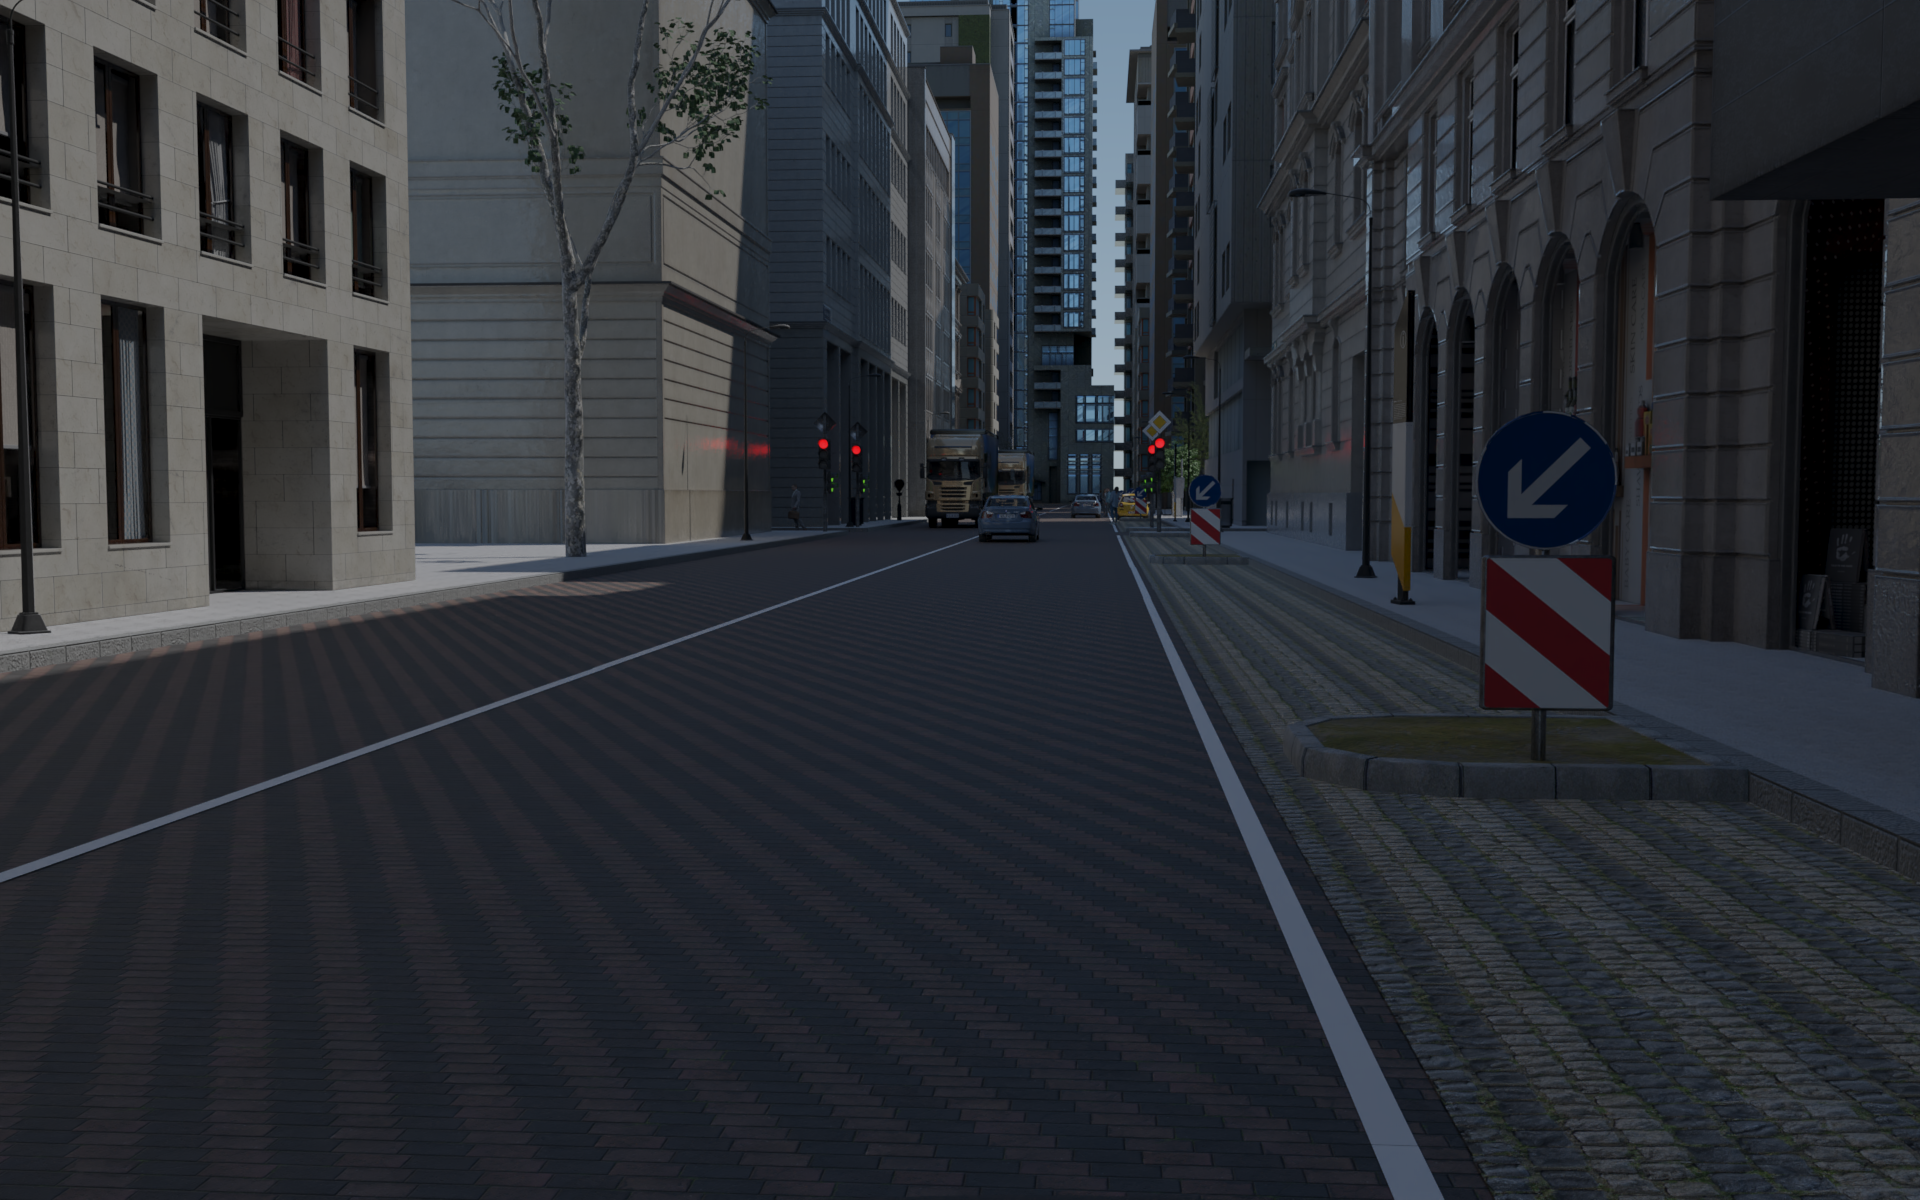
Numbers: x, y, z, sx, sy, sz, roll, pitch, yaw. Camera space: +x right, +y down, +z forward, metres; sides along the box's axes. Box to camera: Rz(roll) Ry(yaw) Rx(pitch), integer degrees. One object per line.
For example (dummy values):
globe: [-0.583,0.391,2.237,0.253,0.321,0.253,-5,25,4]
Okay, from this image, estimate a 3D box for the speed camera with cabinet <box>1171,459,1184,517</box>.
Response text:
speed camera with cabinet: [12.329,-6.350,98.161,0.660,3.252,2.038,0,4,4]

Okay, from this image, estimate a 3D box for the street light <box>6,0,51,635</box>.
street light: [-8.042,-2.642,15.741,1.470,5.913,1.316,0,4,5]

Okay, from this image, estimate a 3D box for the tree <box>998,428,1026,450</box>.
tree: [5.655,-14.874,193.558,4.360,8.622,3.978,0,3,0]

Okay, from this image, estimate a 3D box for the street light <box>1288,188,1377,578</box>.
street light: [5.688,-3.297,26.448,1.470,5.913,1.316,0,4,5]

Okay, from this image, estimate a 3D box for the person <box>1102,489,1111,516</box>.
person: [9.603,-6.423,113.785,0.520,1.790,0.573,-1,4,-21]

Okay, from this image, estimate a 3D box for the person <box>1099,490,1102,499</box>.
person: [13.127,-9.381,161.954,0.705,1.814,1.350,2,4,26]

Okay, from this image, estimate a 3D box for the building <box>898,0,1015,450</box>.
building: [-7.796,-40.692,207.308,28.212,58.520,21.231,0,4,5]

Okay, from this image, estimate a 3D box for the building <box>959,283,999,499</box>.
building: [-11.120,-19.131,157.837,27.650,21.520,28.899,0,4,5]

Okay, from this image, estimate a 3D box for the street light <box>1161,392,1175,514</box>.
street light: [9.881,-6.507,78.927,1.470,5.913,1.316,0,4,5]

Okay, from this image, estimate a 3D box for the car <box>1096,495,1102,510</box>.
car: [11.726,-8.613,153.404,1.945,1.354,3.894,0,4,5]

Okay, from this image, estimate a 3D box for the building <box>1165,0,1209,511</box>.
building: [26.301,-28.773,125.058,22.147,44.769,28.867,0,4,5]

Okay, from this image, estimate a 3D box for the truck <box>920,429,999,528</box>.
truck: [0.126,-5.392,77.066,2.839,4.237,11.283,0,4,5]

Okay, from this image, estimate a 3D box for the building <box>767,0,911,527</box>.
building: [-9.447,-18.585,81.357,11.434,29.767,29.804,0,4,5]

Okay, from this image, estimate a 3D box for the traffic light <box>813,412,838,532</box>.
traffic light: [-4.595,-4.293,59.115,0.839,4.253,0.868,0,4,5]

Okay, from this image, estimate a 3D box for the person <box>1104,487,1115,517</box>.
person: [9.198,-6.014,106.690,0.748,1.841,0.638,2,4,26]

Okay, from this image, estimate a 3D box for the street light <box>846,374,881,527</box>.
street light: [-3.739,-5.776,66.982,1.470,5.913,1.316,0,4,5]

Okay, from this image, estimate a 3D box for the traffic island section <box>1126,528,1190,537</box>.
traffic island section: [6.721,-2.205,58.337,2.009,0.180,2.903,0,4,5]

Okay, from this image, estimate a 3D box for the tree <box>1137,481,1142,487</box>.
tree: [15.825,-9.186,144.790,1.663,3.219,1.824,0,3,0]

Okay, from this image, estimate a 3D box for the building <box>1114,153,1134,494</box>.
building: [36.192,-37.617,234.641,30.456,49.044,23.786,0,4,5]

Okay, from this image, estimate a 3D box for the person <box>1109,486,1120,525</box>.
person: [7.258,-4.438,81.332,0.793,1.790,0.793,1,4,20]

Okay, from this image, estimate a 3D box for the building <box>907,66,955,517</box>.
building: [-7.128,-17.647,106.543,12.078,24.808,19.932,0,4,5]

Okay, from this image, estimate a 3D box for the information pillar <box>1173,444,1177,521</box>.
information pillar: [10.086,-5.494,81.173,0.183,3.616,0.504,0,4,4]

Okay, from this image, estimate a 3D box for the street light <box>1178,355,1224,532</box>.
street light: [8.158,-5.233,58.095,1.470,5.913,1.316,0,4,5]

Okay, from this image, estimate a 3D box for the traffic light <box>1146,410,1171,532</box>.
traffic light: [6.681,-4.239,58.226,0.839,4.253,0.868,0,4,5]

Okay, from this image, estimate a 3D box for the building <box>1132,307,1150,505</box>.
building: [31.512,-20.106,173.772,27.650,21.520,28.899,0,4,5]

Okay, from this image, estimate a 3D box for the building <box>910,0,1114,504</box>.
building: [5.436,-56.403,234.853,31.000,86.520,22.319,0,4,5]

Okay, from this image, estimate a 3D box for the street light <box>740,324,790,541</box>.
street light: [-5.357,-4.592,47.617,1.470,5.913,1.316,0,4,5]

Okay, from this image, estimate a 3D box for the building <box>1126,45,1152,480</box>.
building: [33.781,-37.435,201.305,28.713,52.752,27.495,0,4,5]

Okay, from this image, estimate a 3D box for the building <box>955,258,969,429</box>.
building: [-5.866,-17.793,127.080,11.583,22.565,21.152,0,4,5]

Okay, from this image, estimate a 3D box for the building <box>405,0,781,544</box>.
building: [-21.188,-13.389,52.189,30.059,22.955,16.112,0,4,5]

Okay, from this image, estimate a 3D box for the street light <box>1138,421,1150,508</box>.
street light: [12.212,-8.399,109.860,1.470,5.913,1.316,0,4,5]

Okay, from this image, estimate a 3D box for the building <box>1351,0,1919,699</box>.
building: [12.767,-10.973,21.208,13.314,21.916,24.055,0,4,5]

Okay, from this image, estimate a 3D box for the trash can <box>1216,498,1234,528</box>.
trash can: [9.989,-3.292,65.481,0.748,1.137,0.748,0,3,0]

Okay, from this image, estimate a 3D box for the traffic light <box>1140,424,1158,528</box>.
traffic light: [7.323,-4.726,66.186,0.839,4.253,0.868,0,4,5]

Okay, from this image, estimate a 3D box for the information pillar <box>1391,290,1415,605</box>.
information pillar: [5.158,-1.762,20.166,0.183,3.616,0.504,0,4,-4]

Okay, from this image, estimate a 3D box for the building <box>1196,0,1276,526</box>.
building: [24.407,-29.890,77.939,27.495,52.752,28.713,0,4,5]

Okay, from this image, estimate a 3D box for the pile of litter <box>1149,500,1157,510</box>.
pile of litter: [15.260,-7.625,138.637,1.176,0.858,1.719,0,4,4]

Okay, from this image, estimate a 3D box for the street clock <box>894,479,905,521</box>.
street clock: [-2.944,-4.857,83.980,0.471,2.002,0.358,-1,4,-20]

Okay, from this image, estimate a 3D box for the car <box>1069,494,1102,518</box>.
car: [7.526,-5.610,103.729,2.014,1.417,4.499,0,4,3]

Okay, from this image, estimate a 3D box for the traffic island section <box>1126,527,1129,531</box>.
traffic island section: [7.362,-2.692,66.296,2.009,0.180,2.903,0,4,5]

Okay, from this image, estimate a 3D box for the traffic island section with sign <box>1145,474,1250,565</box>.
traffic island section with sign: [4.926,-1.668,35.898,1.989,1.847,2.006,0,4,5]

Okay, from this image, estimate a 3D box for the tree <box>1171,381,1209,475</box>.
tree: [15.546,-9.758,109.910,4.737,8.622,4.395,0,3,0]

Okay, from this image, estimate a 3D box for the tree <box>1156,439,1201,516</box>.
tree: [12.848,-7.299,103.049,4.285,4.588,4.351,0,3,0]

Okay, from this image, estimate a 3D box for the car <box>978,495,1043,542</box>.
car: [1.521,-2.510,53.045,2.014,1.417,4.499,0,4,4]

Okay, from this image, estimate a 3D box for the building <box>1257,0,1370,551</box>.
building: [15.517,-15.772,45.265,14.401,28.519,23.554,0,4,5]

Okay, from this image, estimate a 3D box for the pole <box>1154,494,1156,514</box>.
pole: [12.589,-7.253,112.434,0.158,3.312,0.155,0,3,0]

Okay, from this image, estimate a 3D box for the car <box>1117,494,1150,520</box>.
car: [9.524,-5.233,95.788,2.015,1.641,3.980,0,4,4]

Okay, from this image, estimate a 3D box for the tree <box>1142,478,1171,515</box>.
tree: [12.634,-6.878,107.062,1.663,3.219,1.824,0,3,0]

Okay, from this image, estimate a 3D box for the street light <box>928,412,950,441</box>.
street light: [-1.270,-7.681,98.127,1.470,5.913,1.316,0,4,5]

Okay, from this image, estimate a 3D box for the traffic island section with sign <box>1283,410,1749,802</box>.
traffic island section with sign: [2.745,-0.025,9.031,1.989,1.847,2.006,0,4,5]

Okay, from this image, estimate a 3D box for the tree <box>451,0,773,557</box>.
tree: [-6.612,-10.897,34.063,12.611,20.169,13.585,0,3,0]

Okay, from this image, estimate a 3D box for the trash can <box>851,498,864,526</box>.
trash can: [-4.221,-3.590,70.356,0.748,1.137,0.748,0,3,0]

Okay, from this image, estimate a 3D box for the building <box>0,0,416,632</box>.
building: [-13.947,-9.937,17.225,10.420,20.320,16.860,0,4,5]

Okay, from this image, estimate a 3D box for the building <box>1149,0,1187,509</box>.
building: [23.845,-30.702,152.082,14.600,45.320,14.200,0,4,5]

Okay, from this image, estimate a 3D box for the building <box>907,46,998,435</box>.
building: [-3.378,-32.291,178.068,14.600,45.320,14.200,0,4,5]

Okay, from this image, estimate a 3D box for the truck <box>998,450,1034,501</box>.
truck: [3.309,-7.527,111.975,2.839,4.237,11.283,0,4,5]

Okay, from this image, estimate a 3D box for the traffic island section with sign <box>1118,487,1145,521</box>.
traffic island section with sign: [9.350,-5.027,90.815,1.989,1.847,2.006,0,4,5]

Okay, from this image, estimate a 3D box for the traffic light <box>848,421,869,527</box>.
traffic light: [-3.954,-4.780,67.075,0.839,4.253,0.868,0,4,5]

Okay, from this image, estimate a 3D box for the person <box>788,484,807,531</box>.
person: [-6.117,-3.417,64.490,0.853,1.813,0.709,-2,4,-33]
